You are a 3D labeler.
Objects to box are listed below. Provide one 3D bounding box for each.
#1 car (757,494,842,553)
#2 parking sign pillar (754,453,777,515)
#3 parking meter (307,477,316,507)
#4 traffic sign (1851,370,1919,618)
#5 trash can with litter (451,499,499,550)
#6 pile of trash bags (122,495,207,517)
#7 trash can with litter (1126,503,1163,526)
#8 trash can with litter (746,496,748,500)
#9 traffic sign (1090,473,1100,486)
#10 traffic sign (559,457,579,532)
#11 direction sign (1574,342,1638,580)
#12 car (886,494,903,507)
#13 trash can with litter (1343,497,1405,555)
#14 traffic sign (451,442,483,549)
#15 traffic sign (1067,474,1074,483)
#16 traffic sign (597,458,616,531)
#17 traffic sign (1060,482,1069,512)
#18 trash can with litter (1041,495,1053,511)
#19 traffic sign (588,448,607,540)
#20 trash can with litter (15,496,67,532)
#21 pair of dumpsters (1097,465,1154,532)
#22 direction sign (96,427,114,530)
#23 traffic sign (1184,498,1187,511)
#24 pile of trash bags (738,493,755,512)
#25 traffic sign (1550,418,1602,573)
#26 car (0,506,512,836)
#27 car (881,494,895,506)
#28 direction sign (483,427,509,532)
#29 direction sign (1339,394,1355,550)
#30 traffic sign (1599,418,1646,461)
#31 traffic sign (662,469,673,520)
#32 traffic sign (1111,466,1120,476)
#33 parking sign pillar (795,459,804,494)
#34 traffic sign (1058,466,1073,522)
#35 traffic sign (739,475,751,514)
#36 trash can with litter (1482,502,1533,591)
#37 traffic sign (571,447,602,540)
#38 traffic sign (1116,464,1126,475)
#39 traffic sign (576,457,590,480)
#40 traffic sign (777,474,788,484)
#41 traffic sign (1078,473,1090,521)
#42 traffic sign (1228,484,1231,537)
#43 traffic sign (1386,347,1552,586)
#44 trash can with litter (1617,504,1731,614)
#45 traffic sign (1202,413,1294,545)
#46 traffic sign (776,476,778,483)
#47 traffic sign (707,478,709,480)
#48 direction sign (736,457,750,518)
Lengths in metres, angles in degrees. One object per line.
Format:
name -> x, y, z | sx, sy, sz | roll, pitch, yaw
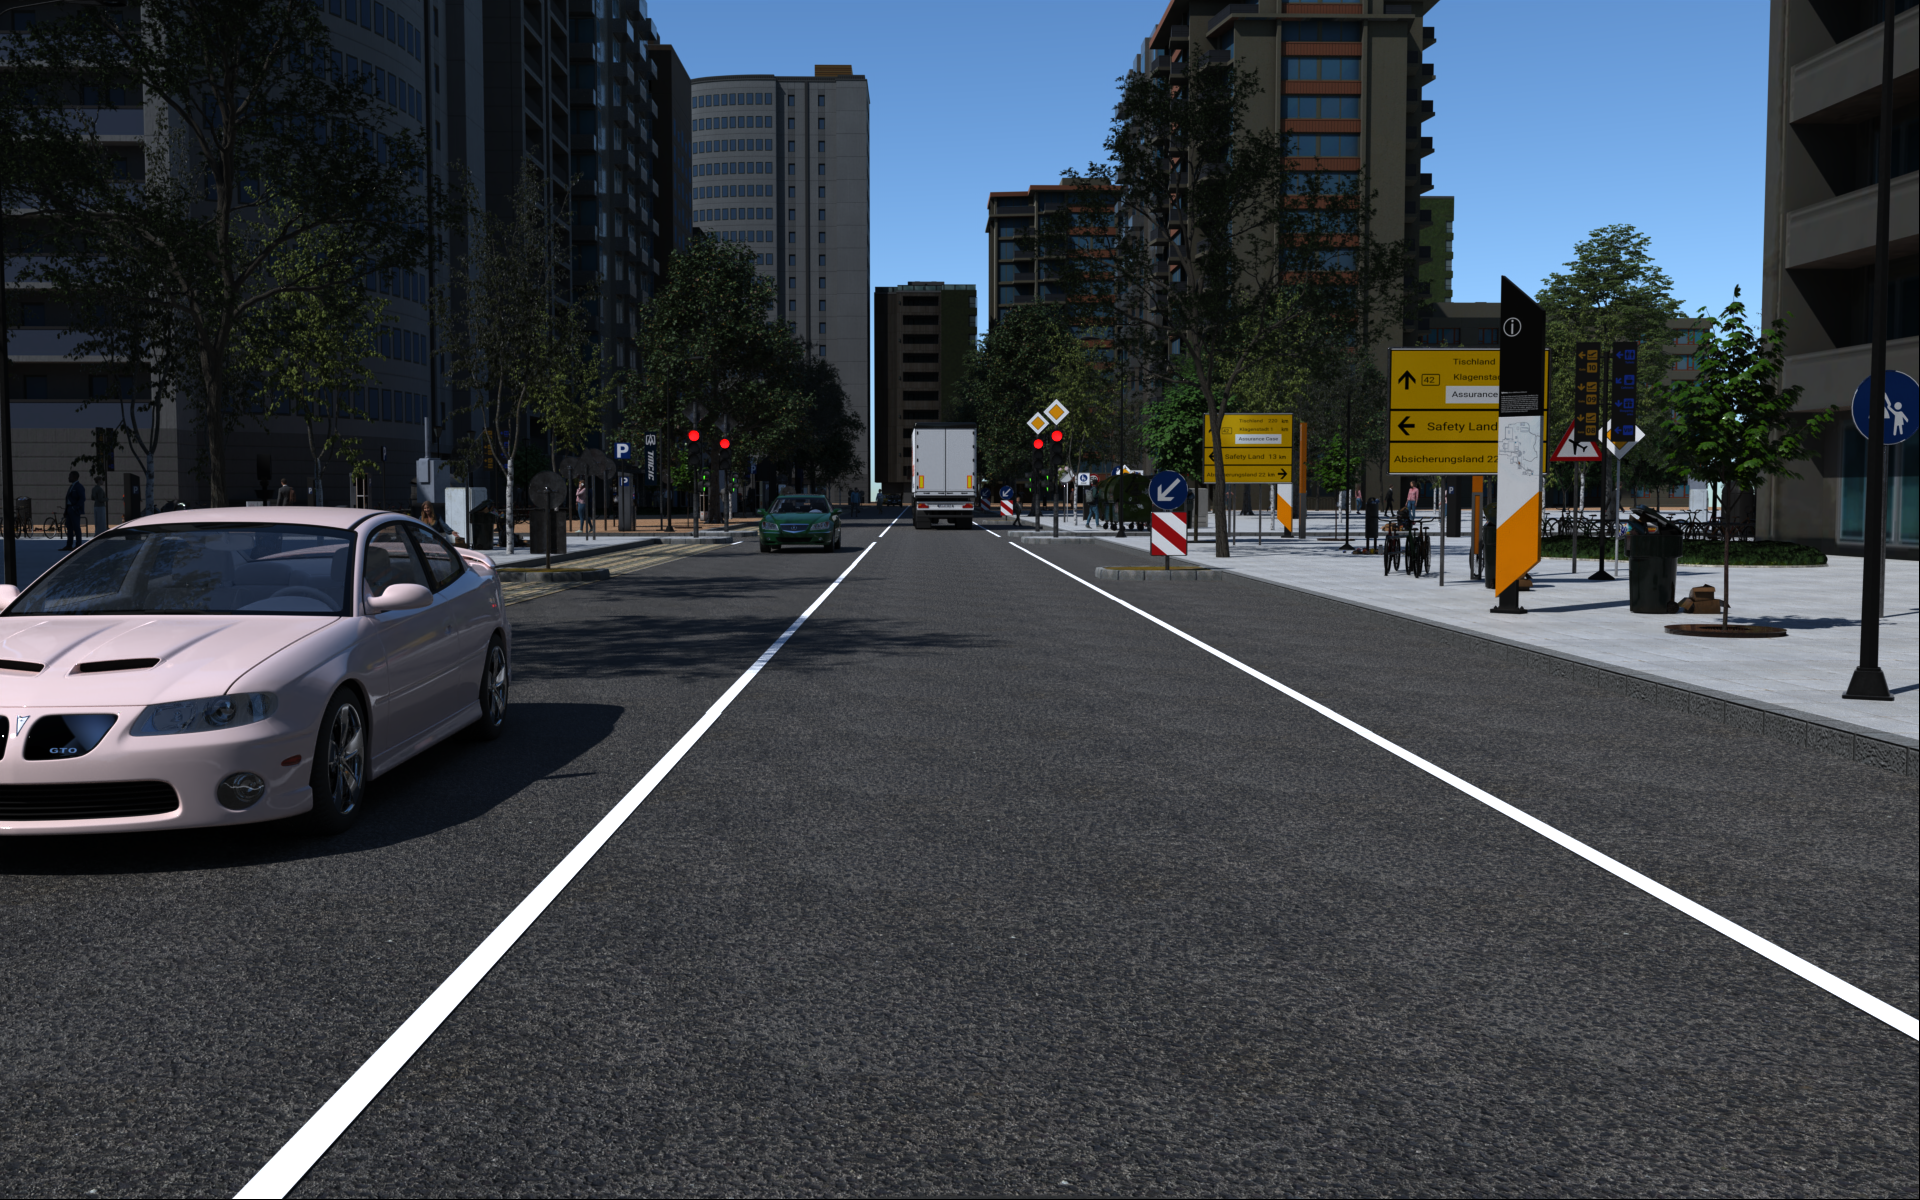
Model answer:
car -> -4.012, -1.964, 43.917 | 2.131, 1.459, 4.920 | 0, 4, -1
parking sign pillar -> -11.844, -7.157, 105.485 | 1.447, 3.967, 1.447 | -2, 4, -34
parking meter -> -22.094, -3.274, 59.239 | 0.399, 1.863, 0.255 | 2, 4, 35
traffic sign -> 9.530, -1.087, 17.880 | 0.768, 2.556, 0.104 | 0, 4, -1
trash can with litter -> -11.120, -1.722, 39.549 | 1.055, 1.170, 0.624 | -2, 4, -32
pile of trash bags -> -27.361, -3.037, 59.400 | 1.912, 1.369, 3.447 | 1, 4, 14
trash can with litter -> 7.681, -3.566, 69.362 | 1.678, 1.210, 2.233 | -3, 5, -43
trash can with litter -> -15.586, -7.235, 129.686 | 1.055, 1.170, 0.624 | 1, 4, 10
traffic sign -> 8.260, -6.558, 107.323 | 0.768, 2.556, 0.104 | 0, 4, 2
traffic sign -> -13.292, -3.606, 59.067 | 0.768, 2.556, 0.104 | 0, 4, 7
direction sign -> 9.619, -2.071, 25.864 | 0.876, 3.537, 0.379 | 0, 4, 6
car -> -7.598, -11.657, 200.383 | 2.009, 1.686, 4.222 | 0, 4, -3
trash can with litter -> 9.108, -1.607, 37.334 | 1.678, 1.210, 2.233 | 2, 4, 32
traffic sign -> -11.550, -2.476, 40.597 | 0.768, 2.556, 0.104 | 0, 4, 2
traffic sign -> 4.966, -4.897, 79.802 | 0.795, 2.593, 0.064 | 0, 3, 0
traffic sign -> -12.430, -3.705, 60.677 | 0.768, 2.556, 0.104 | 0, 4, 1
traffic sign -> 7.561, -7.720, 126.322 | 0.768, 2.556, 0.104 | 0, 4, 4
trash can with litter -> 6.635, -7.496, 133.614 | 1.678, 1.210, 2.233 | -2, 4, -26
traffic sign -> -10.217, -2.947, 48.287 | 0.768, 2.556, 0.104 | 0, 4, 1
trash can with litter -> -31.860, -2.963, 59.504 | 2.233, 1.210, 1.678 | 0, 4, 6
pair of dumpsters -> 5.867, -3.560, 60.701 | 1.574, 2.255, 4.437 | 0, 4, -1
direction sign -> -29.113, -4.100, 59.038 | 0.379, 3.537, 0.876 | 1, 4, 10
traffic sign -> 6.607, -3.103, 50.740 | 0.884, 2.594, 0.081 | 0, 4, -1
pile of trash bags -> -15.316, -6.931, 123.074 | 1.912, 1.369, 3.447 | -2, 4, -25
traffic sign -> 9.955, -1.712, 27.998 | 0.884, 2.594, 0.081 | 0, 4, 2
car -> -3.565, 0.221, 8.741 | 2.083, 1.381, 4.827 | 0, 4, -2
car -> -8.604, -11.954, 205.671 | 2.015, 1.641, 3.980 | 0, 4, -2
direction sign -> -15.730, -4.087, 58.813 | 0.876, 3.537, 0.379 | -1, 4, -16
direction sign -> 8.919, -2.924, 39.809 | 0.379, 3.537, 0.876 | 1, 4, 13
traffic sign -> 10.240, -1.660, 26.879 | 0.795, 2.593, 0.064 | 0, 4, 4
traffic sign -> -14.238, -5.158, 84.446 | 0.768, 2.556, 0.104 | 0, 4, 5
traffic sign -> 7.177, -4.754, 77.827 | 0.768, 2.556, 0.104 | 0, 4, 1
parking sign pillar -> -12.335, -8.834, 132.902 | 1.447, 3.967, 1.447 | 0, 4, 6
traffic sign -> 4.745, -4.794, 78.487 | 0.768, 2.556, 0.104 | 0, 4, 4
traffic sign -> -14.070, -6.930, 113.407 | 0.768, 2.556, 0.104 | 0, 4, 2
trash can with litter -> 7.429, -0.727, 23.271 | 0.624, 1.170, 1.055 | 0, 4, -3
traffic sign -> -10.306, -2.923, 47.793 | 0.884, 2.594, 0.081 | 0, 4, 5
traffic sign -> 7.295, -4.699, 76.567 | 0.795, 2.593, 0.064 | 0, 4, 7
traffic sign -> -12.995, -3.628, 59.430 | 0.768, 2.556, 0.104 | 0, 4, 7
traffic sign -> -11.502, -6.844, 112.005 | 0.768, 2.556, 0.104 | 0, 4, 5
traffic sign -> 5.974, -4.992, 83.749 | 0.606, 2.300, 0.079 | 0, 4, -1
traffic sign -> 8.004, -3.137, 51.398 | 0.768, 2.556, 0.104 | 0, 4, 6
traffic sign -> 7.038, -1.845, 24.036 | 2.265, 3.308, 0.079 | 0, 4, 0
trash can with litter -> 7.710, -0.448, 18.712 | 1.055, 1.170, 0.624 | 0, 4, 0
traffic sign -> 7.199, -3.025, 43.334 | 2.265, 3.308, 0.079 | 0, 4, 2
traffic sign -> -11.896, -6.707, 109.772 | 0.768, 2.556, 0.104 | 0, 4, 2
traffic sign -> -14.702, -6.037, 98.816 | 0.768, 2.556, 0.104 | 0, 4, -1
direction sign -> -11.494, -6.109, 91.872 | 0.876, 3.537, 0.379 | -3, 5, -41
